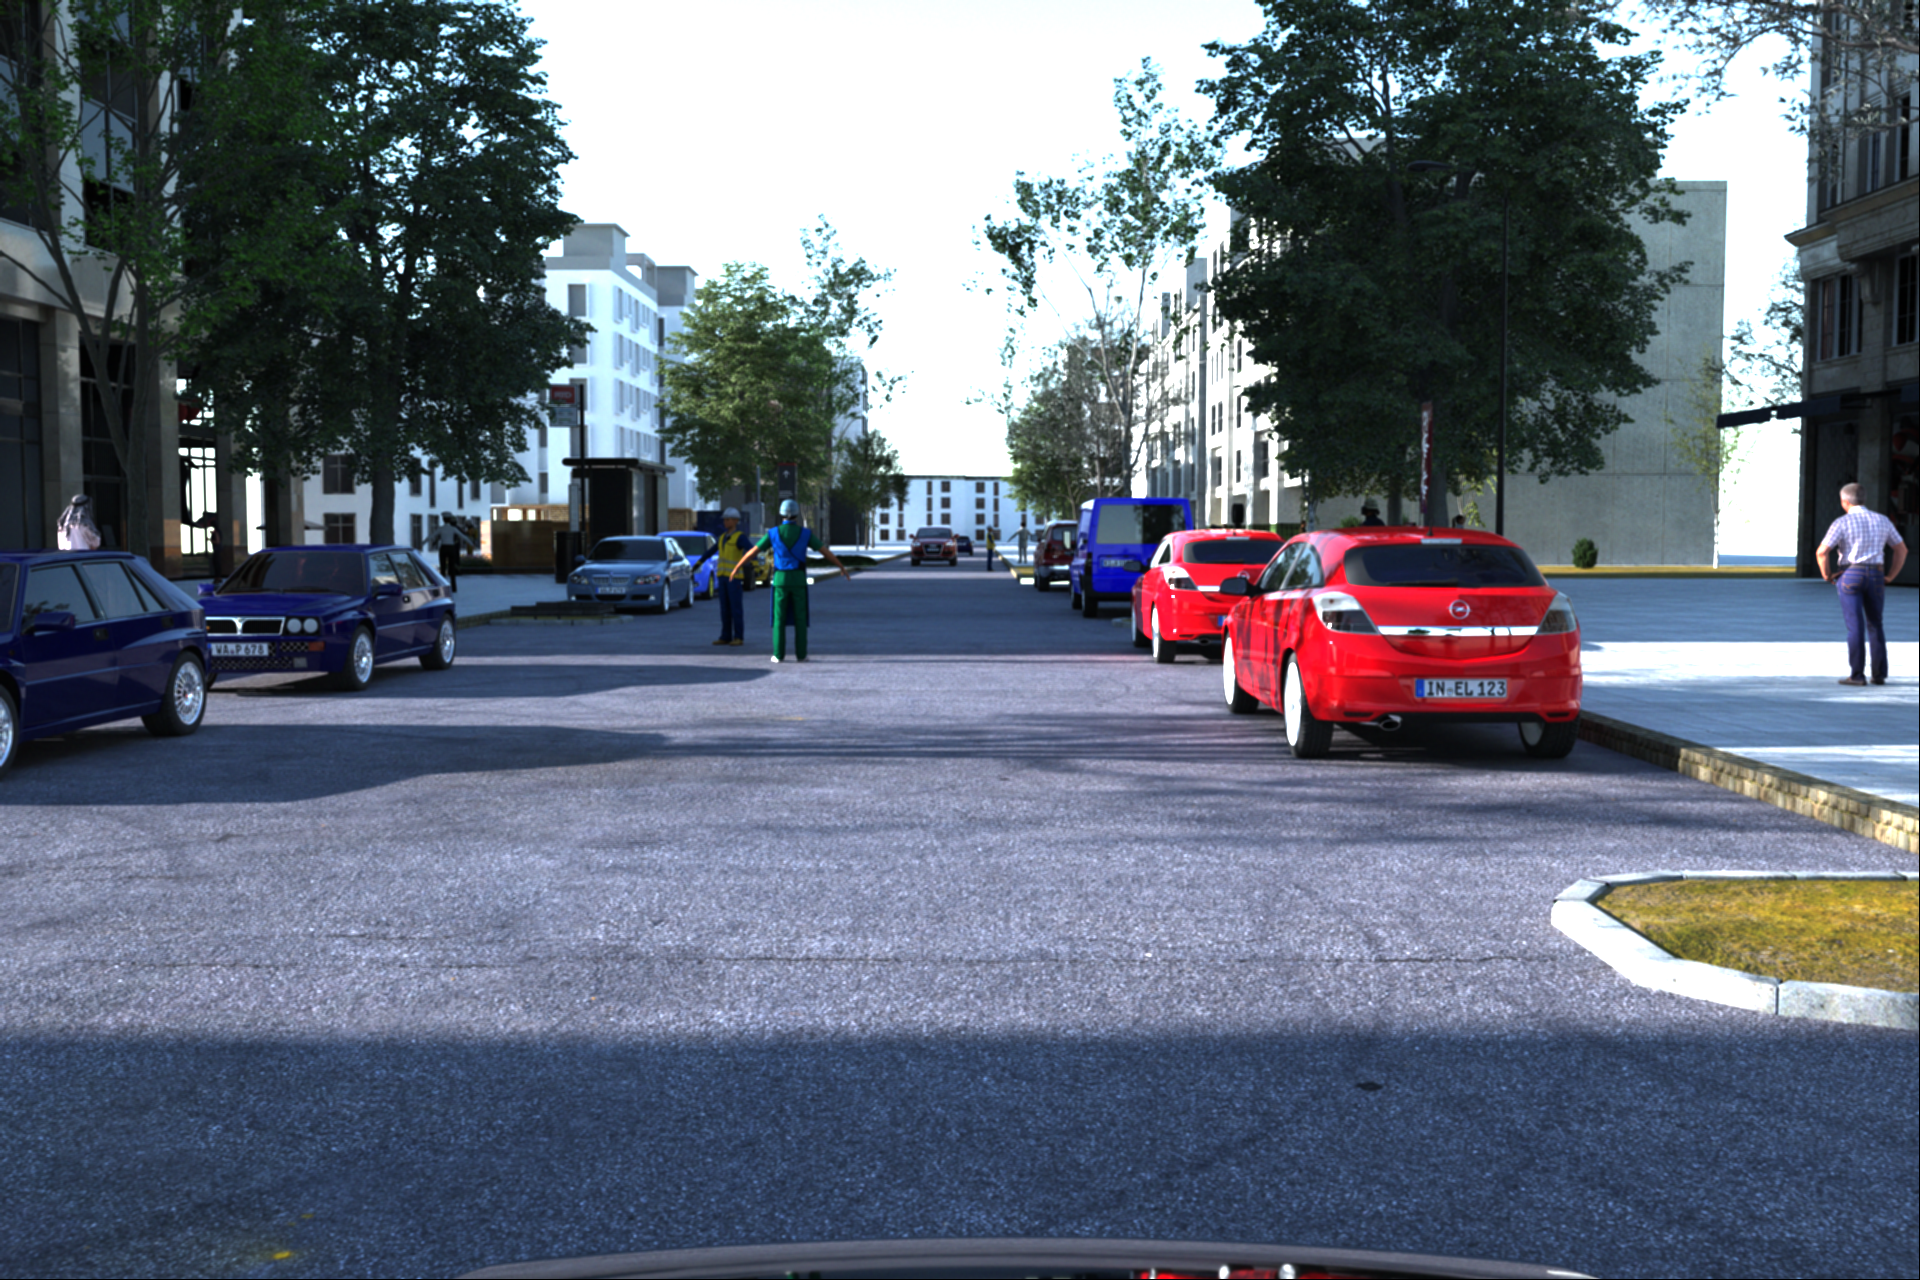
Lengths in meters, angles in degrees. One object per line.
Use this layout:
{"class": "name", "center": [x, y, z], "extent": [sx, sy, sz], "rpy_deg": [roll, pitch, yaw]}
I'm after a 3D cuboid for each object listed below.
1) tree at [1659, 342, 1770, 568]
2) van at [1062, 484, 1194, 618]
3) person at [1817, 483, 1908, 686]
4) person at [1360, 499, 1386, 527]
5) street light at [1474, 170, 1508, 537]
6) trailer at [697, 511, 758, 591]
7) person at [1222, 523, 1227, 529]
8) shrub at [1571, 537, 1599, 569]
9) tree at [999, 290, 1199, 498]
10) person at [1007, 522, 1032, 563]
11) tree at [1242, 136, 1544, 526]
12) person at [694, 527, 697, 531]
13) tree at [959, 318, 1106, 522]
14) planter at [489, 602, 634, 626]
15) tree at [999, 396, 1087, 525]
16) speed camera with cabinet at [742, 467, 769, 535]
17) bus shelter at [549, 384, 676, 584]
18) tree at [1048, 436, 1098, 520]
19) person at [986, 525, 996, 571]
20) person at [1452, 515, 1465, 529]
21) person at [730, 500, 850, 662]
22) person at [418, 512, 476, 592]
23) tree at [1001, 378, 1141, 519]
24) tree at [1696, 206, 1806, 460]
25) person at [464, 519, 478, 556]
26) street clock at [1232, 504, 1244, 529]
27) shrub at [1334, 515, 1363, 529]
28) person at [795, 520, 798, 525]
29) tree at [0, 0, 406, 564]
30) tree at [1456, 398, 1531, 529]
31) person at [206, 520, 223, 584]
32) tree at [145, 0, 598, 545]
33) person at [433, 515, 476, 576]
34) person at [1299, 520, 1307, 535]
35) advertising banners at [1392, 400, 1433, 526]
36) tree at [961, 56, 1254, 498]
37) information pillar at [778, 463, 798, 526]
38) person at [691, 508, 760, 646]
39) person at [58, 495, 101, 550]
{"class": "tree", "center": [28.983, -7.070, 65.951], "extent": [4.360, 8.622, 3.978], "rpy_deg": [0, 3, 0]}
{"class": "van", "center": [3.050, -1.648, 31.323], "extent": [2.240, 2.365, 5.245], "rpy_deg": [0, 4, -1]}
{"class": "person", "center": [7.620, -0.474, 14.725], "extent": [0.756, 1.711, 0.436], "rpy_deg": [0, 4, 7]}
{"class": "person", "center": [6.550, -1.339, 27.766], "extent": [1.351, 1.845, 0.704], "rpy_deg": [-3, 5, -43]}
{"class": "street light", "center": [7.341, -3.007, 21.706], "extent": [1.470, 5.913, 1.316], "rpy_deg": [0, 4, 1]}
{"class": "trailer", "center": [-5.937, -2.201, 43.033], "extent": [1.471, 1.999, 3.904], "rpy_deg": [0, 4, 0]}
{"class": "person", "center": [12.577, -4.661, 82.338], "extent": [1.348, 1.813, 0.705], "rpy_deg": [-3, 4, -36]}
{"class": "shrub", "center": [22.856, -3.195, 63.358], "extent": [1.383, 1.207, 1.383], "rpy_deg": [0, 3, 0]}
{"class": "tree", "center": [7.173, -10.779, 86.599], "extent": [12.009, 13.543, 11.850], "rpy_deg": [0, 3, 0]}
{"class": "person", "center": [2.744, -4.268, 75.966], "extent": [1.347, 1.806, 0.705], "rpy_deg": [-1, 4, -19]}
{"class": "tree", "center": [13.662, -9.048, 54.597], "extent": [9.857, 13.997, 8.962], "rpy_deg": [0, 3, 0]}
{"class": "person", "center": [-7.667, -2.769, 51.200], "extent": [1.347, 1.837, 0.705], "rpy_deg": [3, 4, 36]}
{"class": "tree", "center": [6.758, -18.150, 152.637], "extent": [12.611, 20.169, 13.585], "rpy_deg": [0, 3, 0]}
{"class": "planter", "center": [-6.369, -0.423, 28.064], "extent": [1.991, 0.319, 1.994], "rpy_deg": [0, 4, 1]}
{"class": "tree", "center": [6.789, -13.579, 140.140], "extent": [7.486, 12.596, 7.792], "rpy_deg": [0, 3, 0]}
{"class": "speed camera with cabinet", "center": [-6.072, -3.494, 51.468], "extent": [0.660, 3.252, 2.038], "rpy_deg": [0, 4, 2]}
{"class": "bus shelter", "center": [-9.882, -4.370, 49.085], "extent": [2.179, 5.291, 8.768], "rpy_deg": [0, 4, 0]}
{"class": "tree", "center": [7.150, -9.902, 112.261], "extent": [4.737, 8.622, 4.395], "rpy_deg": [0, 3, 0]}
{"class": "person", "center": [1.234, -3.518, 66.443], "extent": [0.721, 1.772, 1.216], "rpy_deg": [0, 4, -6]}
{"class": "person", "center": [11.826, -2.072, 40.708], "extent": [0.721, 1.735, 1.217], "rpy_deg": [1, 4, 12]}
{"class": "person", "center": [-1.906, -0.663, 19.422], "extent": [1.347, 1.817, 0.704], "rpy_deg": [0, 4, -5]}
{"class": "person", "center": [-11.297, -1.938, 38.148], "extent": [1.216, 1.778, 0.721], "rpy_deg": [-1, 4, -18]}
{"class": "tree", "center": [6.891, -10.307, 102.930], "extent": [8.767, 10.594, 7.601], "rpy_deg": [-2, 4, -28]}
{"class": "tree", "center": [28.794, -8.801, 54.266], "extent": [12.009, 13.543, 11.850], "rpy_deg": [0, 3, 0]}
{"class": "person", "center": [-18.901, -3.726, 66.694], "extent": [0.705, 1.858, 1.354], "rpy_deg": [-2, 4, -24]}
{"class": "street clock", "center": [6.620, -2.246, 41.298], "extent": [0.358, 2.002, 0.471], "rpy_deg": [0, 4, 0]}
{"class": "shrub", "center": [14.296, -3.594, 63.176], "extent": [1.690, 2.028, 1.600], "rpy_deg": [0, 3, 0]}
{"class": "person", "center": [-5.053, -2.874, 53.792], "extent": [0.721, 1.733, 1.217], "rpy_deg": [-2, 4, -30]}
{"class": "tree", "center": [-11.907, -6.037, 24.457], "extent": [9.928, 11.665, 9.643], "rpy_deg": [0, 3, 0]}
{"class": "tree", "center": [19.771, -7.139, 67.092], "extent": [4.737, 8.622, 4.395], "rpy_deg": [0, 3, 0]}
{"class": "person", "center": [-19.035, -2.243, 44.188], "extent": [0.593, 1.643, 0.415], "rpy_deg": [2, 4, 33]}
{"class": "tree", "center": [-12.420, -7.982, 37.165], "extent": [9.857, 13.997, 8.962], "rpy_deg": [0, 3, 0]}
{"class": "person", "center": [-15.539, -2.898, 53.162], "extent": [1.354, 1.856, 0.705], "rpy_deg": [0, 4, 3]}
{"class": "person", "center": [13.127, -3.666, 66.082], "extent": [0.704, 1.812, 1.346], "rpy_deg": [0, 4, 6]}
{"class": "advertising banners", "center": [6.170, -1.686, 23.749], "extent": [0.090, 3.025, 2.074], "rpy_deg": [0, 4, 0]}
{"class": "tree", "center": [6.419, -13.194, 71.606], "extent": [12.611, 20.169, 13.585], "rpy_deg": [0, 3, 0]}
{"class": "information pillar", "center": [-6.301, -4.527, 63.389], "extent": [0.750, 3.857, 0.750], "rpy_deg": [0, 4, 2]}
{"class": "person", "center": [-3.010, -0.819, 22.320], "extent": [1.216, 1.772, 0.721], "rpy_deg": [3, 4, 39]}
{"class": "person", "center": [-10.327, -0.833, 20.330], "extent": [0.551, 1.740, 0.621], "rpy_deg": [1, 4, 11]}
